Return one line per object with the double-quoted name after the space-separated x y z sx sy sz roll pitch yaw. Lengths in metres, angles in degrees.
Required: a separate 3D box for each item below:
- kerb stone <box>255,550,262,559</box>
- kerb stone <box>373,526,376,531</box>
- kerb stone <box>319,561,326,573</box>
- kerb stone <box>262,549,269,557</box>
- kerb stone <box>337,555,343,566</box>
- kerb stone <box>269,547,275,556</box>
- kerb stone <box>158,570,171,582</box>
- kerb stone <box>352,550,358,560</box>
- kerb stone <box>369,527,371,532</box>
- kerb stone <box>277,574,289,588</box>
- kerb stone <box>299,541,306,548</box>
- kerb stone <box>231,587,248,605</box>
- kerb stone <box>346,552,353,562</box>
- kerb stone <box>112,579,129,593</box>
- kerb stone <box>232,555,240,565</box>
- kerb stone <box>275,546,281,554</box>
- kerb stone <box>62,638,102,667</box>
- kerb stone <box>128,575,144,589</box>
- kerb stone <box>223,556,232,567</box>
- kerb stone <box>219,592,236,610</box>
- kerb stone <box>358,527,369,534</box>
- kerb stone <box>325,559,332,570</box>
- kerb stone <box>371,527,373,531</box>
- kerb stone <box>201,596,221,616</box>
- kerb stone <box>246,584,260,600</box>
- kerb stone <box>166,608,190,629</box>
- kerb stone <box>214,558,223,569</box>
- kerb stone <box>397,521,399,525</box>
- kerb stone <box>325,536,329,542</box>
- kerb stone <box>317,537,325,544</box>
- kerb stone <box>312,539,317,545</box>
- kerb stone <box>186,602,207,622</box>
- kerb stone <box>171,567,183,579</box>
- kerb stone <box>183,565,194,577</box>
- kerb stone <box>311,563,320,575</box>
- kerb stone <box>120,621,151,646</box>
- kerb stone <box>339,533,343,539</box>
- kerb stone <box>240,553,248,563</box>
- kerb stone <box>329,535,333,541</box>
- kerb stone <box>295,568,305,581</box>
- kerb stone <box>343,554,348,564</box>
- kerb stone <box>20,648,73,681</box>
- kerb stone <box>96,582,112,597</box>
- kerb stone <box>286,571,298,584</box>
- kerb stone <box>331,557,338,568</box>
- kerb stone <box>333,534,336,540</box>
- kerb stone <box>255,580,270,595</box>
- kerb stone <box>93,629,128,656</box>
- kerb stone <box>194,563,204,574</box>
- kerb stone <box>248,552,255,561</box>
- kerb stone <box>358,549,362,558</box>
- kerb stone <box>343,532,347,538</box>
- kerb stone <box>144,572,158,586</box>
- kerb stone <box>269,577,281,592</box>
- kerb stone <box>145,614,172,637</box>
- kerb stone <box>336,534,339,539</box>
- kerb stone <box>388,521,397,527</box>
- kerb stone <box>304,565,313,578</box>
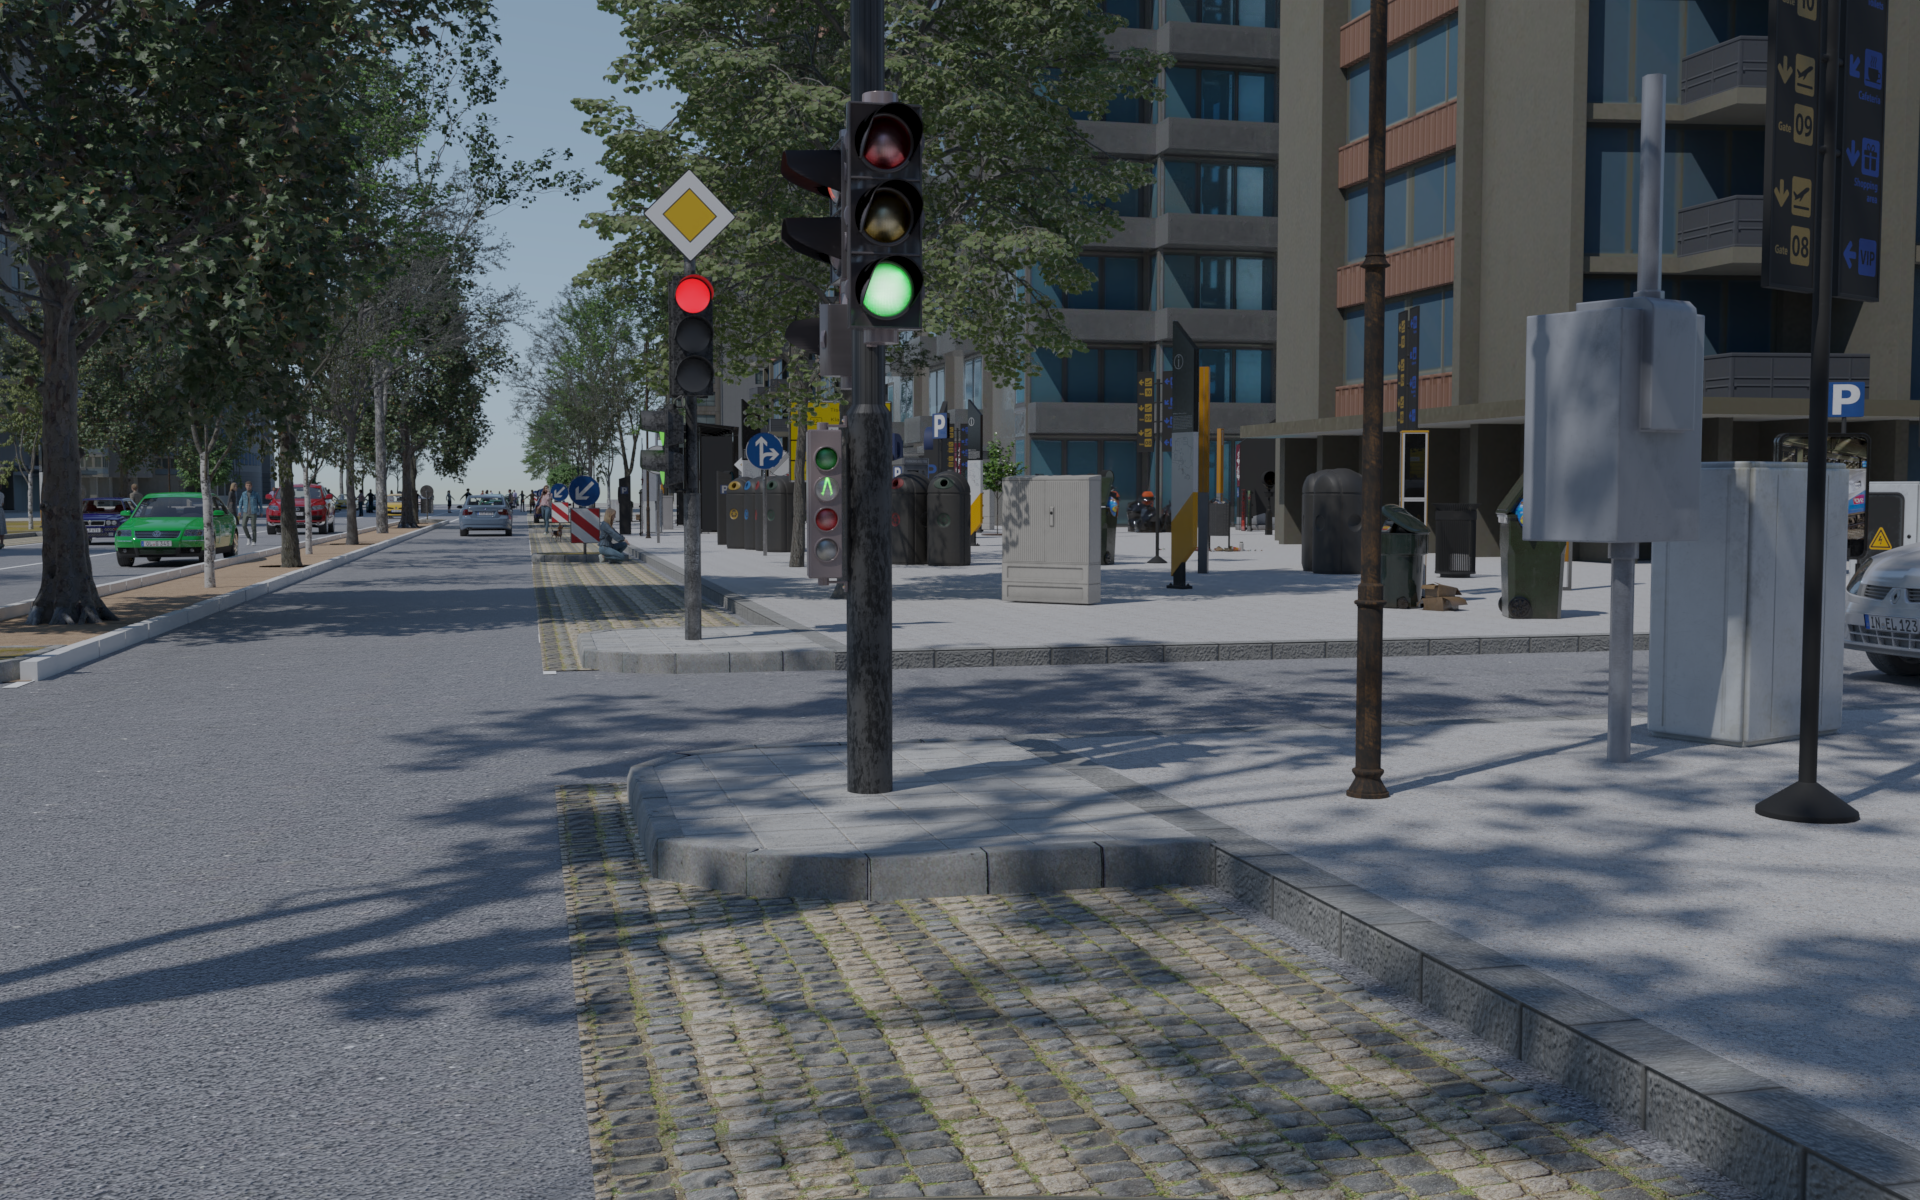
-15.534 -0.963 38.058 0.120 0.150 1.000 -1 4 -14 "kerb stone"
-22.780 -2.732 66.916 0.120 0.150 1.000 -1 4 -14 "kerb stone"
-11.735 -0.576 31.615 0.120 0.150 1.000 -1 4 -14 "kerb stone"
-15.779 -1.027 39.052 0.120 0.150 1.000 -1 4 -14 "kerb stone"
-12.487 -0.758 34.595 0.120 0.150 1.000 -1 4 -14 "kerb stone"
-16.027 -1.090 40.056 0.120 0.150 1.000 -1 4 -14 "kerb stone"
-13.028 -0.363 28.127 0.120 0.150 1.000 -1 4 -14 "kerb stone"
-13.238 -0.940 37.576 0.120 0.150 1.000 -1 4 -14 "kerb stone"
-22.281 -2.614 64.929 0.120 0.150 1.000 -1 4 -14 "kerb stone"
-10.490 -0.270 26.650 0.120 0.150 1.000 -1 4 -14 "kerb stone"
-17.785 -1.518 47.016 0.120 0.150 1.000 -1 4 -14 "kerb stone"
-9.495 -0.028 22.659 0.120 0.150 1.000 -1 4 -14 "kerb stone"
-12.986 -0.880 36.585 0.120 0.150 1.000 -1 4 -14 "kerb stone"
-12.280 -0.176 25.138 0.120 0.150 1.000 -1 4 -14 "kerb stone"
-14.778 -0.783 35.084 0.120 0.150 1.000 -1 4 -14 "kerb stone"
-16.274 -1.150 41.048 0.120 0.150 1.000 -1 4 -14 "kerb stone"
-7.501 0.458 14.715 0.120 0.150 1.000 -1 4 -14 "kerb stone"
-12.526 -0.241 26.134 0.120 0.150 1.000 -1 4 -14 "kerb stone"
-14.530 -0.727 34.087 0.120 0.150 1.000 -1 4 -14 "kerb stone"
-9.242 0.032 21.669 0.120 0.150 1.000 -1 4 -14 "kerb stone"
-22.029 -2.552 63.935 0.120 0.150 1.000 -1 4 -14 "kerb stone"
-11.985 -0.637 32.610 0.120 0.150 1.000 -1 4 -14 "kerb stone"
-22.528 -2.674 65.921 0.120 0.150 1.000 -1 4 -14 "kerb stone"
-8.999 0.093 20.676 0.120 0.150 1.000 -1 4 -14 "kerb stone"
-9.733 -0.089 23.653 0.120 0.150 1.000 -1 4 -14 "kerb stone"
-8.495 0.217 18.688 0.120 0.150 1.000 -1 4 -14 "kerb stone"
-14.276 -0.667 33.095 0.120 0.150 1.000 -1 4 -14 "kerb stone"
-25.777 -3.465 78.855 0.120 0.150 1.000 -1 4 -14 "kerb stone"
-18.778 -1.758 50.985 0.120 0.150 1.000 -1 4 -14 "kerb stone"
-18.521 -1.697 49.996 0.120 0.150 1.000 -1 4 -14 "kerb stone"
-18.028 -1.579 48.012 0.120 0.150 1.000 -1 4 -14 "kerb stone"
-8.738 0.163 19.681 0.120 0.150 1.000 -1 4 -14 "kerb stone"
-13.276 -0.422 29.120 0.120 0.150 1.000 -1 4 -14 "kerb stone"
-13.520 -0.484 30.117 0.120 0.150 1.000 -1 4 -14 "kerb stone"
-11.485 -0.515 30.621 0.120 0.150 1.000 -1 4 -14 "kerb stone"
-8.000 0.336 16.702 0.120 0.150 1.000 -1 4 -14 "kerb stone"
-19.783 -2.005 54.976 0.120 0.150 1.000 -1 4 -14 "kerb stone"
-15.028 -0.849 36.074 0.120 0.150 1.000 -1 4 -14 "kerb stone"
-19.020 -1.818 51.985 0.120 0.150 1.000 -1 4 -14 "kerb stone"
-10.994 -0.394 28.637 0.120 0.150 1.000 -1 4 -14 "kerb stone"
-12.743 -0.819 35.589 0.120 0.150 1.000 -1 4 -14 "kerb stone"
-7.242 0.518 13.727 0.120 0.150 1.000 -1 4 -14 "kerb stone"
-12.027 -0.118 24.131 0.120 0.150 1.000 -1 4 -14 "kerb stone"
-10.742 -0.333 27.645 0.120 0.150 1.000 -1 4 -14 "kerb stone"
-12.236 -0.698 33.604 0.120 0.150 1.000 -1 4 -14 "kerb stone"
-19.275 -1.883 52.977 0.120 0.150 1.000 -1 4 -14 "kerb stone"
-9.995 -0.151 24.657 0.120 0.150 1.000 -1 4 -14 "kerb stone"
-7.748 0.399 15.707 0.120 0.150 1.000 -1 4 -14 "kerb stone"
-13.780 -0.545 31.109 0.120 0.150 1.000 -1 4 -14 "kerb stone"
-15.277 -0.909 37.069 0.120 0.150 1.000 -1 4 -14 "kerb stone"
-13.496 -0.999 38.576 0.120 0.150 1.000 -1 4 -14 "kerb stone"
-20.024 -2.067 55.985 0.120 0.150 1.000 -1 4 -14 "kerb stone"
-12.770 -0.302 27.129 0.120 0.150 1.000 -1 4 -14 "kerb stone"
-10.233 -0.210 25.651 0.120 0.150 1.000 -1 4 -14 "kerb stone"
-8.242 0.276 17.697 0.120 0.150 1.000 -1 4 -14 "kerb stone"
-19.537 -1.944 53.978 0.120 0.150 1.000 -1 4 -14 "kerb stone"
-25.533 -3.404 77.860 0.120 0.150 1.000 -1 4 -14 "kerb stone"
-11.239 -0.451 29.629 0.120 0.150 1.000 -1 4 -14 "kerb stone"
